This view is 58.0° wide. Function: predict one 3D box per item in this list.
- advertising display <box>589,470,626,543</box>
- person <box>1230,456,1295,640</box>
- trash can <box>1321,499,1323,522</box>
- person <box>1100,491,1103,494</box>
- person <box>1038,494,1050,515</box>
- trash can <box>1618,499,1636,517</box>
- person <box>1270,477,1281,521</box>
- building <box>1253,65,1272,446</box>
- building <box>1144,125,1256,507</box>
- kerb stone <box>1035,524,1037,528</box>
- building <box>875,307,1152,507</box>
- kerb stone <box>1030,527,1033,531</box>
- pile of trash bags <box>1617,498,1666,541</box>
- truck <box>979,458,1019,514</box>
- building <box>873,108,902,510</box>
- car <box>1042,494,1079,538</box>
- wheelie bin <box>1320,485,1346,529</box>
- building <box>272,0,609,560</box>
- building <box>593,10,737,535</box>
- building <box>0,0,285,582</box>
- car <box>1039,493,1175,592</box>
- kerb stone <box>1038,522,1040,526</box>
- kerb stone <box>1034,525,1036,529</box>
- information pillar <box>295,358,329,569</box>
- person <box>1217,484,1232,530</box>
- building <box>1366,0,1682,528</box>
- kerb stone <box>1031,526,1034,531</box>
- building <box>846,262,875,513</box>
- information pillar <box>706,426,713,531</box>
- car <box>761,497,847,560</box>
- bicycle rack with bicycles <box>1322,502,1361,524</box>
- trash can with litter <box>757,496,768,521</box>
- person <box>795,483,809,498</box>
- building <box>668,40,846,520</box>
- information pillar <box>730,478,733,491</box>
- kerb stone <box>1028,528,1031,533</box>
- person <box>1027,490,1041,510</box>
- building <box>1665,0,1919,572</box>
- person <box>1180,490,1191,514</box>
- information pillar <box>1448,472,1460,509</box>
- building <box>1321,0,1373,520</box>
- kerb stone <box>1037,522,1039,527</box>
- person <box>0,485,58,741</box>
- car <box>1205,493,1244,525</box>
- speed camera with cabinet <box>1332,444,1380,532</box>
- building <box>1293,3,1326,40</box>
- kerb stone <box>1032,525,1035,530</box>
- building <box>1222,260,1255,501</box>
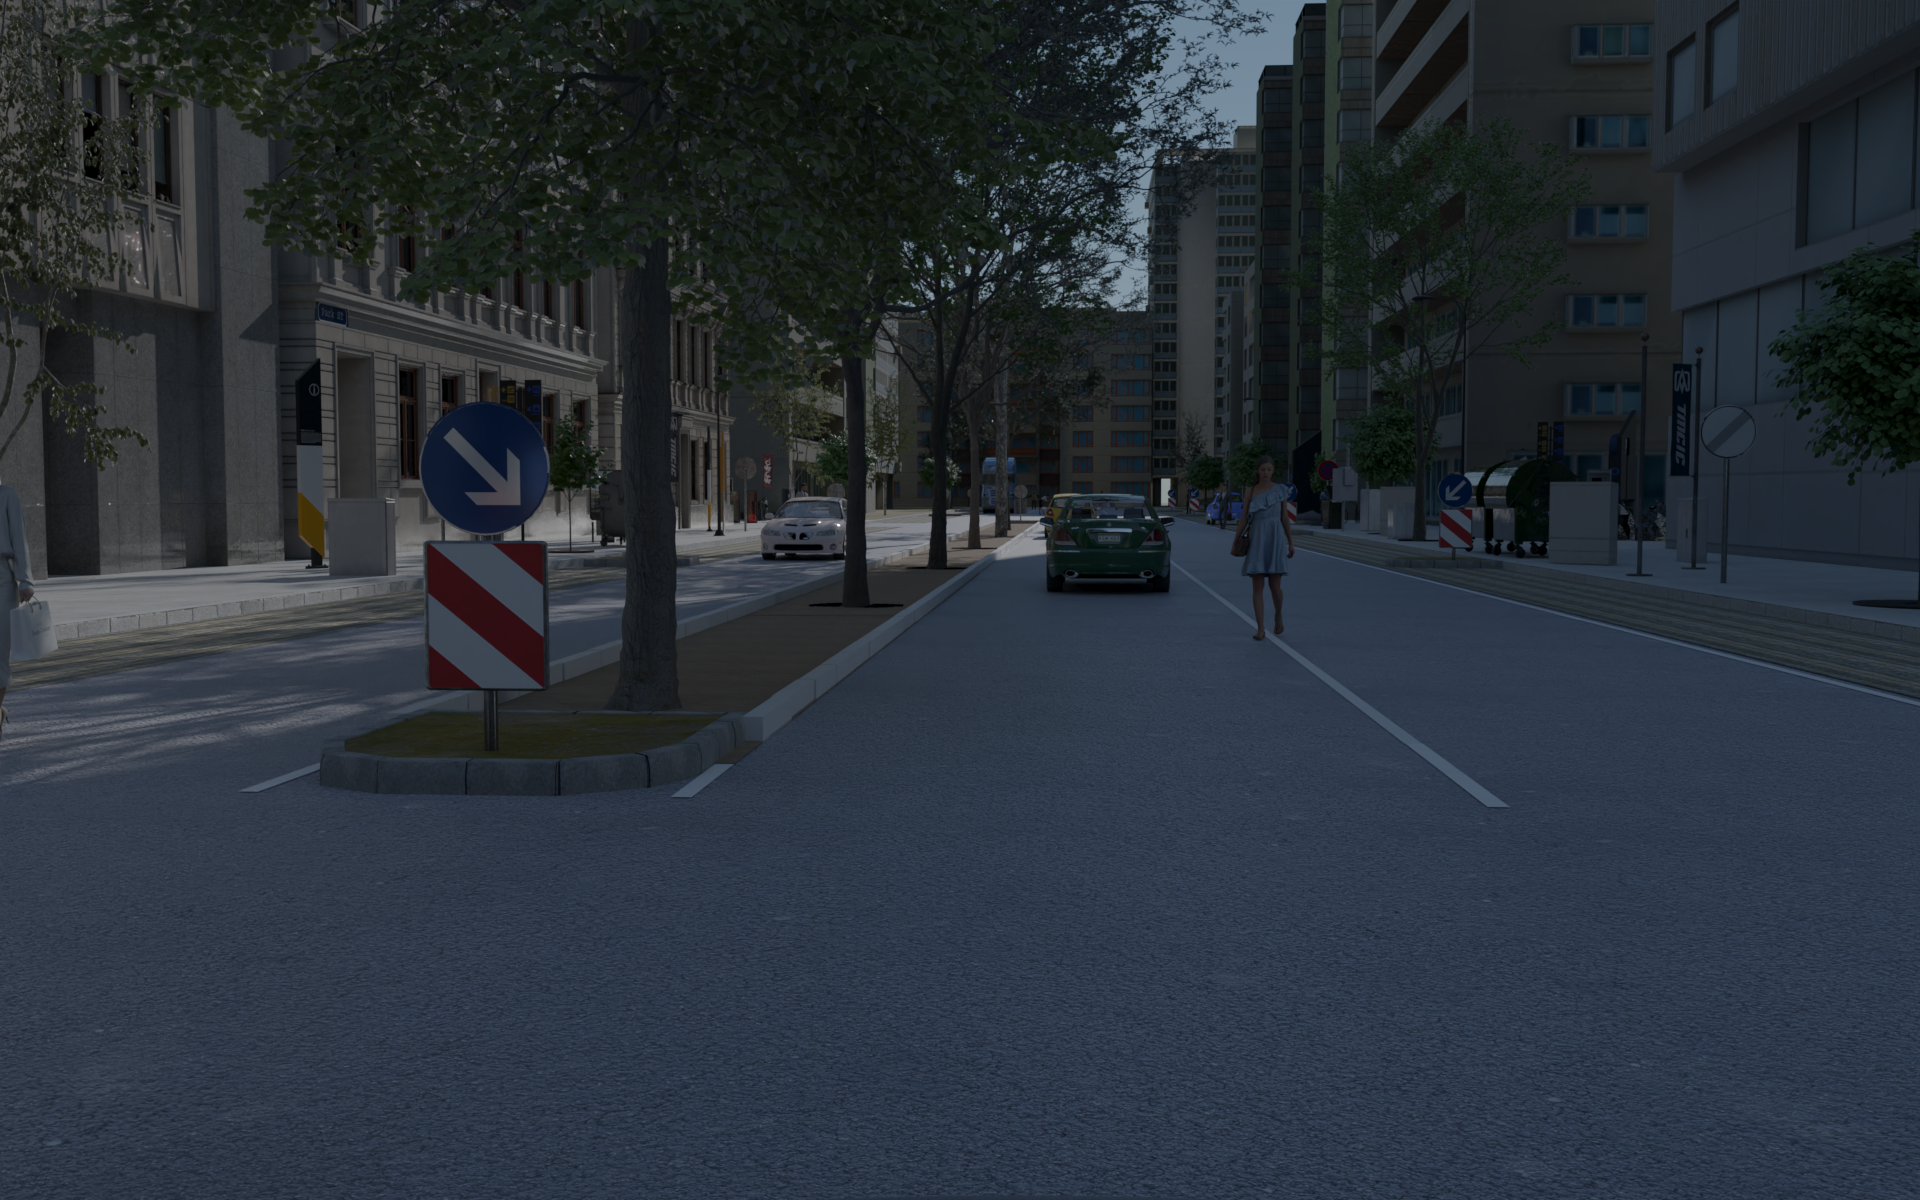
[{"bbox_3d":[-9.302,-2.482,45.788,0.974,1.923,0.123,0,4,3],"label":"advertising display"},{"bbox_3d":[3.019,-0.530,17.258,0.616,1.811,0.778,1,4,22],"label":"person"},{"bbox_3d":[16.427,-4.081,78.370,0.748,1.137,0.748,0,3,0],"label":"trash can"},{"bbox_3d":[12.623,-8.966,155.915,0.721,1.723,1.217,-1,4,-22],"label":"person"},{"bbox_3d":[5.839,-6.637,120.198,0.799,1.438,0.628,-2,4,-33],"label":"person"},{"bbox_3d":[19.384,-2.388,50.701,0.748,1.137,0.748,0,3,0],"label":"trash can"},{"bbox_3d":[7.135,-1.907,39.704,0.581,1.822,0.654,2,4,24],"label":"person"},{"bbox_3d":[27.265,-21.299,119.944,14.160,30.474,14.107,0,4,4],"label":"building"},{"bbox_3d":[32.043,-30.166,185.096,23.993,40.220,32.217,0,4,4],"label":"building"},{"bbox_3d":[2.899,-2.852,68.831,0.120,0.150,1.000,0,4,4],"label":"kerb stone"},{"bbox_3d":[5.390,-20.784,184.853,28.899,21.520,27.650,0,4,4],"label":"building"},{"bbox_3d":[2.477,-2.476,62.695,0.120,0.150,1.000,0,4,4],"label":"kerb stone"},{"bbox_3d":[18.413,-2.386,48.766,1.912,1.369,3.447,-3,5,-41],"label":"pile of trash bags"},{"bbox_3d":[3.303,-8.807,133.756,2.967,4.110,18.799,0,4,3],"label":"truck"},{"bbox_3d":[-17.303,-27.613,143.350,23.993,40.220,32.217,0,4,4],"label":"building"},{"bbox_3d":[3.706,-2.901,57.663,2.015,1.641,3.980,0,4,5],"label":"car"},{"bbox_3d":[13.630,-3.400,63.490,0.980,1.594,0.693,-1,4,-17],"label":"wheelie bin"},{"bbox_3d":[-16.798,-12.664,43.208,11.583,22.565,21.152,0,4,4],"label":"building"},{"bbox_3d":[-14.823,-12.158,63.406,10.561,19.102,19.286,0,4,4],"label":"building"},{"bbox_3d":[-19.496,-12.514,22.627,12.078,24.808,19.932,0,4,4],"label":"building"},{"bbox_3d":[2.274,-0.915,26.754,2.131,1.459,4.920,0,4,4],"label":"car"},{"bbox_3d":[3.187,-3.102,72.917,0.120,0.150,1.000,0,4,4],"label":"kerb stone"},{"bbox_3d":[2.755,-2.727,66.781,0.120,0.150,1.000,0,4,4],"label":"kerb stone"},{"bbox_3d":[-11.129,-2.344,29.687,0.183,3.616,0.504,2,4,30],"label":"information pillar"},{"bbox_3d":[10.624,-3.737,69.567,0.622,1.834,0.822,1,4,19],"label":"person"},{"bbox_3d":[28.836,-27.184,68.168,21.300,48.544,21.600,0,4,4],"label":"building"},{"bbox_3d":[2.542,-2.539,63.715,0.120,0.150,1.000,0,4,4],"label":"kerb stone"},{"bbox_3d":[-13.433,-26.343,114.302,14.154,41.232,14.086,0,4,4],"label":"building"},{"bbox_3d":[-8.647,-4.182,59.733,0.183,3.616,0.504,0,4,-3],"label":"information pillar"},{"bbox_3d":[-3.295,-1.647,39.293,2.083,1.381,4.827,0,4,4],"label":"car"},{"bbox_3d":[16.772,-3.833,76.045,2.852,0.926,2.925,0,4,1],"label":"bicycle rack with bicycles"},{"bbox_3d":[-9.648,-4.344,82.415,1.055,1.170,0.624,0,4,-1],"label":"trash can with litter"},{"bbox_3d":[-5.271,-3.011,58.006,0.850,1.792,0.678,3,4,38],"label":"person"},{"bbox_3d":[-18.388,-28.894,96.116,21.300,48.544,21.600,0,4,4],"label":"building"},{"bbox_3d":[-10.672,-4.625,80.106,0.304,2.012,0.304,-1,4,-16],"label":"information pillar"},{"bbox_3d":[2.329,-2.352,60.647,0.120,0.150,1.000,0,4,4],"label":"kerb stone"},{"bbox_3d":[6.789,-9.195,158.926,1.348,1.812,0.705,0,4,-1],"label":"person"},{"bbox_3d":[27.861,-26.621,24.486,27.495,52.752,28.713,0,4,4],"label":"building"},{"bbox_3d":[15.346,-6.565,116.560,1.217,1.735,0.721,-2,4,-27],"label":"person"},{"bbox_3d":[16.476,-3.262,57.825,0.304,2.012,0.304,2,4,30],"label":"information pillar"},{"bbox_3d":[26.114,-24.932,91.226,14.154,41.232,14.086,0,4,4],"label":"building"},{"bbox_3d":[3.106,-3.040,71.896,0.120,0.150,1.000,0,4,4],"label":"kerb stone"},{"bbox_3d":[-5.443,-0.054,9.734,0.694,1.780,0.624,0,4,5],"label":"person"},{"bbox_3d":[12.449,-4.364,80.936,1.945,1.707,3.694,0,4,3],"label":"car"},{"bbox_3d":[13.798,-3.971,59.266,2.038,3.252,0.660,-1,4,-15],"label":"speed camera with cabinet"},{"bbox_3d":[27.021,-20.429,105.717,14.160,30.474,14.107,0,4,4],"label":"building"},{"bbox_3d":[2.683,-2.664,65.760,0.120,0.150,1.000,0,4,4],"label":"kerb stone"},{"bbox_3d":[36.464,-18.107,141.094,27.650,21.520,28.899,0,4,4],"label":"building"}]
